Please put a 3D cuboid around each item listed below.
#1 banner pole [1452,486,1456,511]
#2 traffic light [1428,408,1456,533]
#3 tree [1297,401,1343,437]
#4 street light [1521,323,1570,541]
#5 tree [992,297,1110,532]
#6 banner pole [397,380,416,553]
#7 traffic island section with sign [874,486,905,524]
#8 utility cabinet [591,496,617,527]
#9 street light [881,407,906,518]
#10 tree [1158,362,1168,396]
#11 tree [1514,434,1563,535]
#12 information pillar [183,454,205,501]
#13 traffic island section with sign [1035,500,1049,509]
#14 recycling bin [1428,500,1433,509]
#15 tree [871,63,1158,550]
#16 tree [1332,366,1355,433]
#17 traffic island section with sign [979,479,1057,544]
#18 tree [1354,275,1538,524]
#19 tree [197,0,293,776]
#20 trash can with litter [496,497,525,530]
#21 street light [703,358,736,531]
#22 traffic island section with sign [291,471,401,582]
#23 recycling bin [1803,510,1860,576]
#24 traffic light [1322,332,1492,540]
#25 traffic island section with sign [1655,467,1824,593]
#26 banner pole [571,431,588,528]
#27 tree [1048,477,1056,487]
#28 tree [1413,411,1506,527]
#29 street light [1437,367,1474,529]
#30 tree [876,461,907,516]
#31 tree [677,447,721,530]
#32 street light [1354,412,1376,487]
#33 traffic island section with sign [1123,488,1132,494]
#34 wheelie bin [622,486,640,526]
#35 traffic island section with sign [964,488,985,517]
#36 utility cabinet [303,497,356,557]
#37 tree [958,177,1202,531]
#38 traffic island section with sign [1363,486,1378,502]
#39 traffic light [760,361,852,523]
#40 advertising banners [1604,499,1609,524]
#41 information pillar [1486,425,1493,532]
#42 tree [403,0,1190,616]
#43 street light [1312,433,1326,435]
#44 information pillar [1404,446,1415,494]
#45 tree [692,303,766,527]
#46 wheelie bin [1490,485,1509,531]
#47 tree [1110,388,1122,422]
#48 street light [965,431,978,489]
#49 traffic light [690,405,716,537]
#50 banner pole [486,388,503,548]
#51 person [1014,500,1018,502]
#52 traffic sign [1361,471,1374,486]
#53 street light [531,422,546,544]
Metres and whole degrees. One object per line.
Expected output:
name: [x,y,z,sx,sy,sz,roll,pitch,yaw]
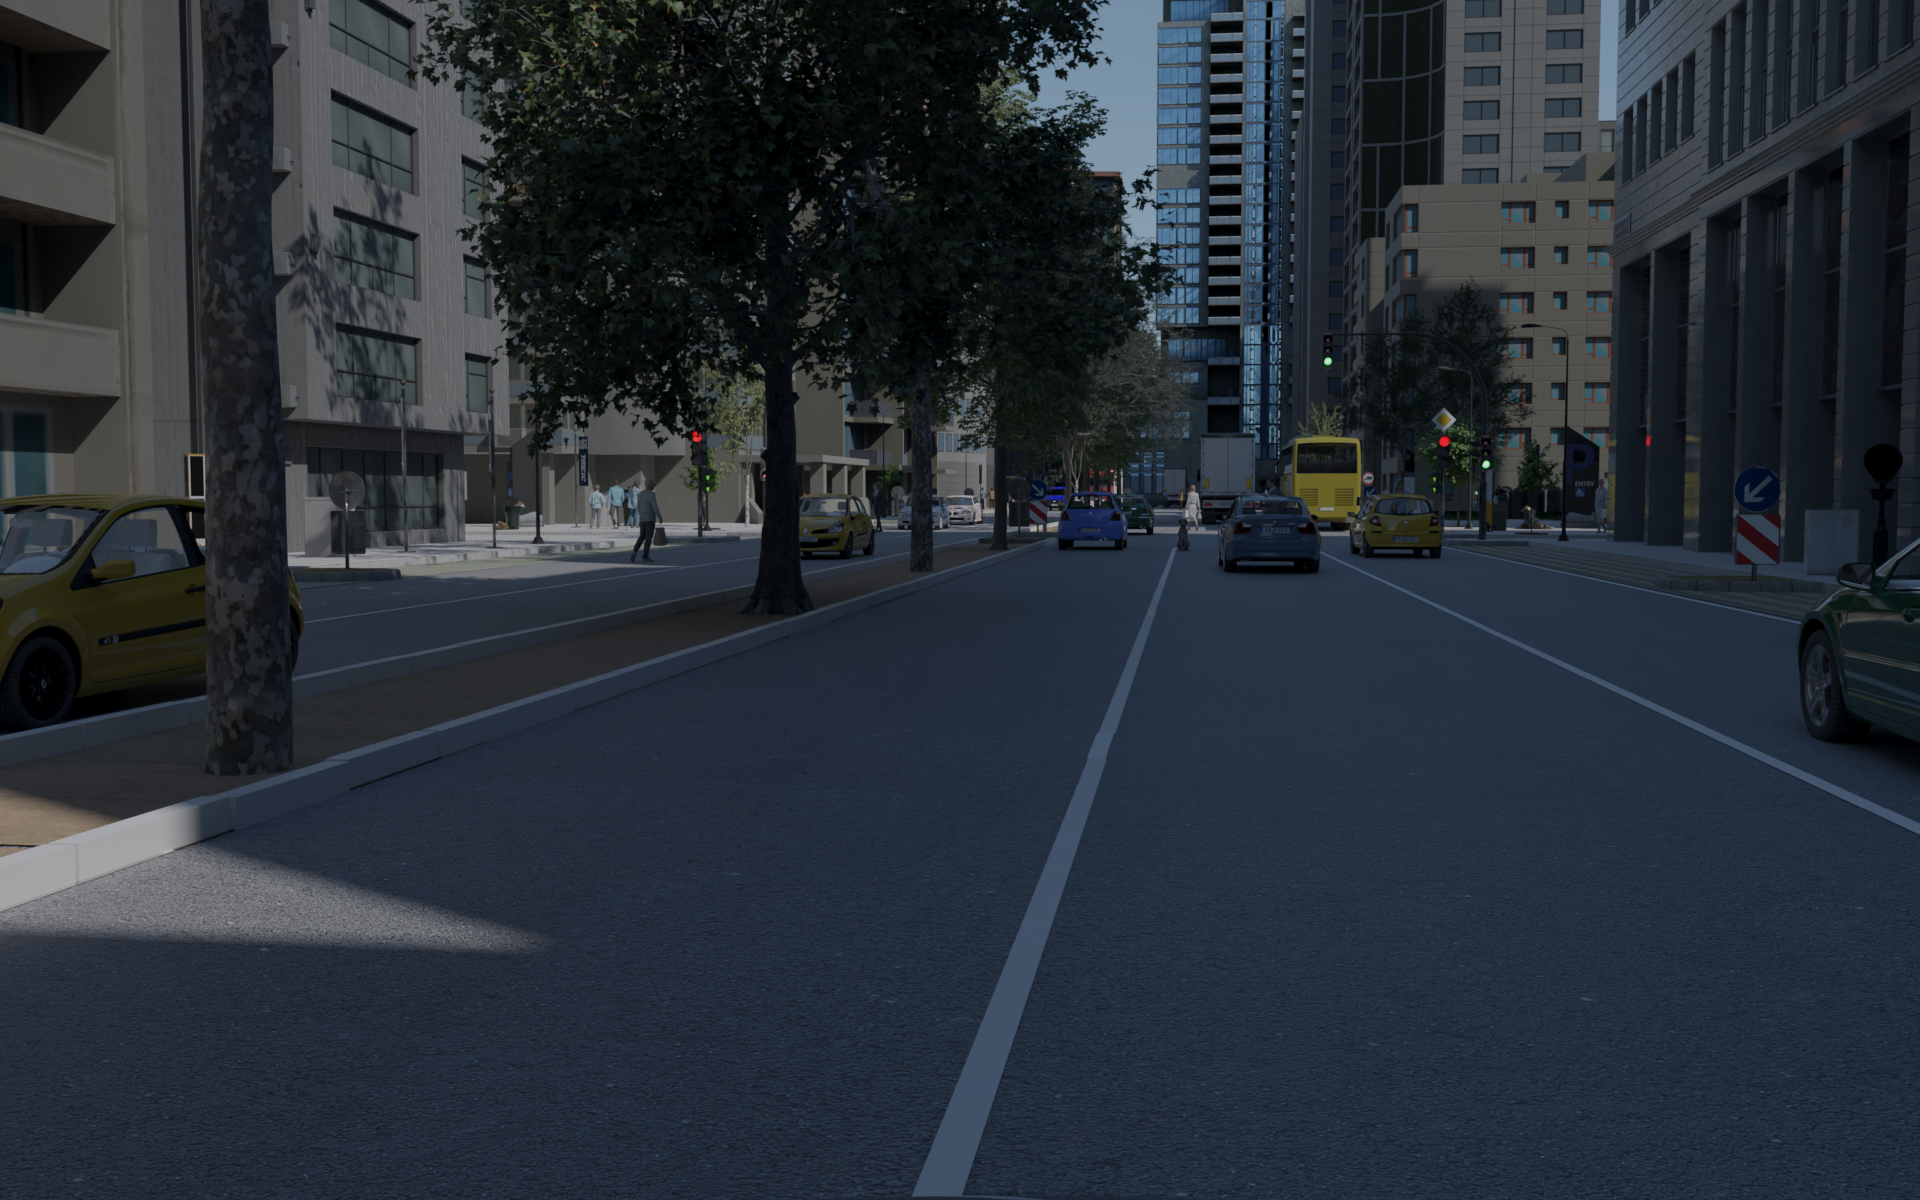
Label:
banner pole: [27.141,-6.419,94.965,0.401,3.779,0.863,3,5,39]
traffic light: [15.706,-4.129,56.424,0.839,4.253,0.868,0,4,8]
tree: [28.553,-11.373,136.313,4.737,8.622,4.395,0,3,0]
street light: [15.956,-4.568,47.220,1.470,5.913,1.316,0,4,8]
tree: [2.898,-6.488,58.897,4.360,8.622,3.978,0,3,0]
banner pole: [-12.137,-2.921,37.783,0.401,3.779,0.863,-1,4,-12]
traffic island section with sign: [-3.037,-4.614,84.064,1.989,1.847,2.006,0,4,8]
utility cabinet: [-13.876,-3.455,67.645,1.020,1.237,0.306,-1,4,-10]
street light: [-3.563,-7.360,92.877,1.470,5.913,1.316,0,4,8]
tree: [5.979,-9.910,82.605,7.486,12.596,7.792,0,3,0]
tree: [18.167,-3.701,55.106,1.663,3.219,1.824,0,3,0]
information pillar: [-14.106,-1.680,31.962,0.304,2.012,0.304,-3,4,-39]
traffic island section with sign: [7.341,-9.298,160.657,1.989,1.847,2.006,0,4,8]
recycling bin: [20.977,-4.025,78.370,0.722,1.027,0.722,0,4,7]
tree: [0.968,-7.569,44.346,7.486,12.596,7.792,0,3,0]
tree: [23.218,-9.477,89.365,8.767,10.594,7.601,1,4,22]
traffic island section with sign: [1.664,-2.598,50.617,2.006,1.907,1.989,0,4,8]
tree: [20.853,-8.511,73.574,7.601,10.594,8.767,1,4,12]
tree: [-4.758,-9.236,9.349,12.611,20.169,13.585,0,3,0]
trash can with litter: [-16.163,-3.100,62.072,0.624,1.170,1.055,2,4,27]
street light: [-8.194,-5.320,59.525,1.470,5.913,1.316,0,4,8]
traffic island section with sign: [-10.508,-1.243,28.958,1.989,1.847,2.006,0,4,8]
recycling bin: [13.863,-0.918,27.559,0.722,1.027,0.722,1,4,21]
traffic light: [12.549,-4.525,48.650,4.771,5.953,1.251,0,4,8]
traffic island section with sign: [11.639,-1.067,26.078,1.989,1.847,2.006,0,4,8]
banner pole: [-14.475,-4.651,66.054,0.863,3.779,0.401,2,4,30]
tree: [10.259,-12.580,200.291,1.663,3.219,1.824,0,3,0]
tree: [19.406,-5.127,67.539,4.285,4.588,4.351,0,3,0]
street light: [18.099,-5.552,63.324,1.470,5.913,1.316,0,4,8]
tree: [-3.917,-6.441,99.910,1.663,3.219,1.824,0,3,0]
tree: [-9.178,-4.178,62.916,1.663,3.219,1.824,0,3,0]
street light: [22.609,-7.593,96.691,1.470,5.913,1.316,0,4,8]
traffic island section with sign: [12.752,-7.601,132.418,2.006,1.907,1.989,0,4,8]
wheelie bin: [-13.086,-3.735,68.968,0.693,1.594,0.980,1,4,14]
traffic island section with sign: [0.582,-6.248,110.776,1.989,1.847,2.006,0,4,8]
utility cabinet: [-12.840,-1.476,35.302,1.020,1.237,0.306,1,4,15]
tree: [4.209,-9.424,66.915,12.009,13.543,11.850,0,3,0]
traffic island section with sign: [19.160,-4.468,81.677,1.989,1.847,2.006,0,4,8]
traffic light: [-4.569,-5.169,59.181,4.771,5.953,1.251,0,4,8]
advertising banners: [27.981,-4.814,74.895,0.090,3.025,2.074,-1,4,-22]
information pillar: [17.862,-4.119,58.699,0.504,3.616,0.183,-2,4,-33]
tree: [-2.134,-6.180,20.514,9.611,12.733,9.660,0,3,0]
street light: [27.220,-9.673,130.700,1.470,5.913,1.316,0,4,8]
information pillar: [21.898,-5.693,84.432,0.504,3.616,0.183,1,4,10]
tree: [-8.398,-7.113,66.653,4.737,8.622,4.395,0,3,0]
wheelie bin: [18.872,-3.225,60.637,0.693,1.594,0.980,1,4,14]
tree: [5.050,-7.499,75.427,4.360,8.622,3.978,0,3,0]
street light: [0.981,-9.449,127.027,1.470,5.913,1.316,0,4,8]
traffic light: [-7.726,-3.828,51.514,0.839,4.253,0.868,0,4,8]
banner pole: [-11.001,-3.099,40.680,0.401,3.779,0.863,0,4,-5]
person: [5.337,-9.531,162.429,0.990,1.755,0.434,-1,4,-22]
traffic sign: [23.043,-5.975,97.794,0.768,2.556,0.104,1,4,12]
street light: [-10.246,-4.372,44.018,1.470,5.913,1.316,0,4,8]
